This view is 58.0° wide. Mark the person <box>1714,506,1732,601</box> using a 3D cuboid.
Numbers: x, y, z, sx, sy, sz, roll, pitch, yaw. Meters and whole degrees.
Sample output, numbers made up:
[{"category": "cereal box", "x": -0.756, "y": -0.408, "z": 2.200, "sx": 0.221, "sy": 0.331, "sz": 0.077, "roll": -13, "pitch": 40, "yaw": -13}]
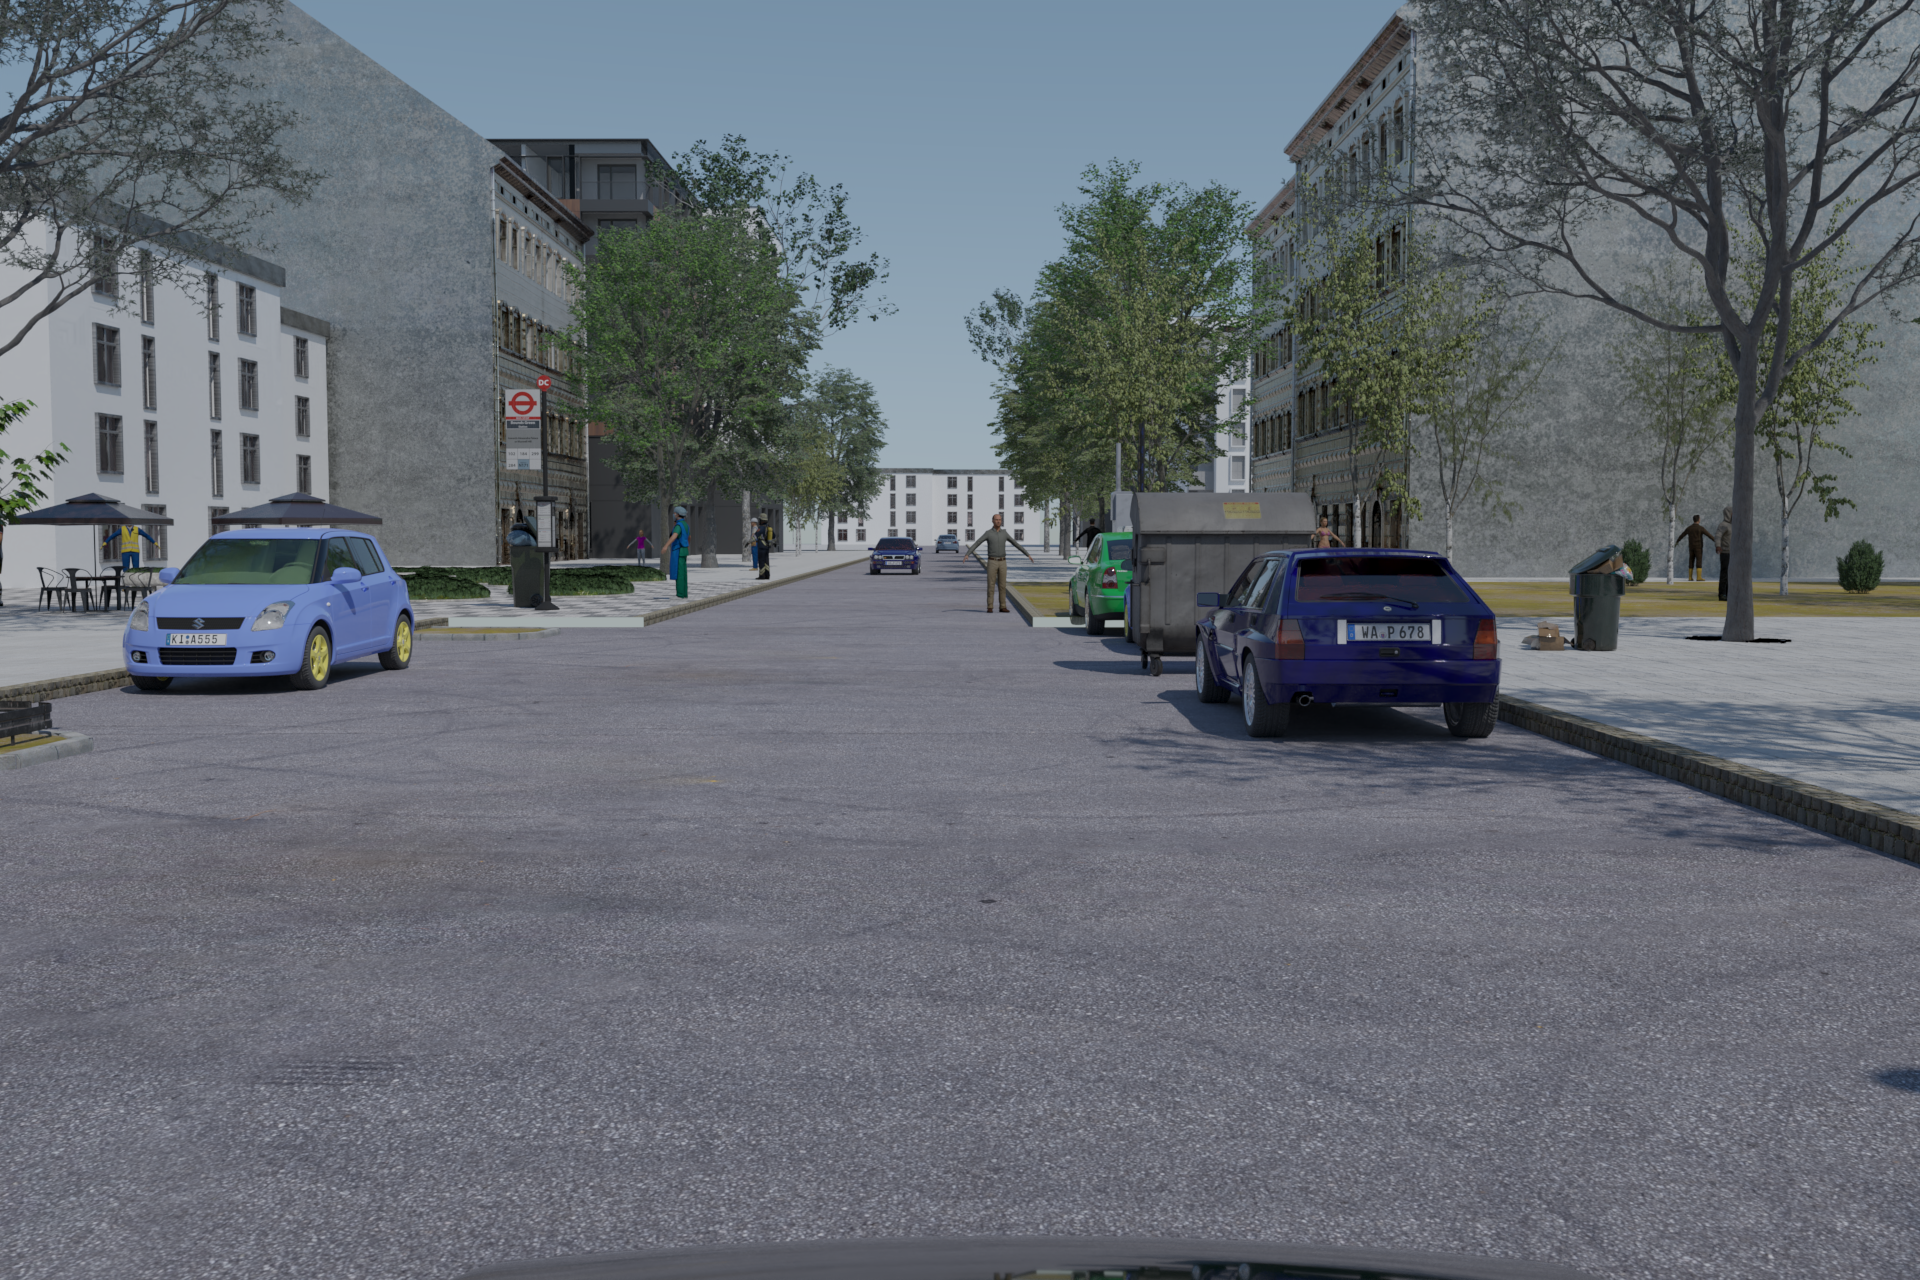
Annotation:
[{"category": "person", "x": 14.729, "y": -1.653, "z": 33.157, "sx": 1.348, "sy": 1.813, "sz": 0.705, "roll": -3, "pitch": 5, "yaw": -42}]

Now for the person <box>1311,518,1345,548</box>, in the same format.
[{"category": "person", "x": 9.989, "y": -2.480, "z": 47.346, "sx": 1.217, "sy": 1.733, "sz": 0.721, "roll": -1, "pitch": 4, "yaw": -22}]

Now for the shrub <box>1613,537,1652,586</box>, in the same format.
[{"category": "shrub", "x": 16.483, "y": -1.921, "z": 42.532, "sx": 1.383, "sy": 1.207, "sz": 1.383, "roll": 0, "pitch": 3, "yaw": 0}]

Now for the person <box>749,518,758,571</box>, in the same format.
[{"category": "person", "x": -7.218, "y": -3.349, "z": 60.616, "sx": 0.705, "sy": 1.847, "sz": 1.347, "roll": 0, "pitch": 4, "yaw": 2}]

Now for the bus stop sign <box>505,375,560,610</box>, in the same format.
[{"category": "bus stop sign", "x": -7.205, "y": -2.476, "z": 29.189, "sx": 0.855, "sy": 3.939, "sz": 0.416, "roll": 0, "pitch": 4, "yaw": -1}]

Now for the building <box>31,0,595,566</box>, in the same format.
[{"category": "building", "x": -27.911, "y": -15.100, "z": 77.810, "sx": 19.493, "sy": 23.208, "sz": 18.063, "roll": 0, "pitch": 4, "yaw": -1}]

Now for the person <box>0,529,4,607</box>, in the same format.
[{"category": "person", "x": -17.130, "y": -1.499, "z": 30.657, "sx": 0.704, "sy": 1.843, "sz": 1.345, "roll": -3, "pitch": 4, "yaw": -38}]

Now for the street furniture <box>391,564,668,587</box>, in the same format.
[{"category": "street furniture", "x": -12.416, "y": -1.746, "z": 44.168, "sx": 10.072, "sy": 0.657, "sz": 5.734, "roll": -1, "pitch": 4, "yaw": -15}]

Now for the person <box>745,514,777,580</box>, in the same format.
[{"category": "person", "x": -5.525, "y": -2.615, "z": 48.534, "sx": 0.705, "sy": 1.856, "sz": 1.354, "roll": 2, "pitch": 4, "yaw": 32}]

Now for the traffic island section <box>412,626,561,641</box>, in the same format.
[{"category": "traffic island section", "x": -6.702, "y": -0.085, "z": 24.262, "sx": 1.991, "sy": 0.108, "sz": 1.994, "roll": 0, "pitch": 4, "yaw": 1}]

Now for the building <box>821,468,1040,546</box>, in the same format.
[{"category": "building", "x": -3.711, "y": -16.894, "z": 220.821, "sx": 28.070, "sy": 9.664, "sz": 9.099, "roll": 0, "pitch": 4, "yaw": -4}]

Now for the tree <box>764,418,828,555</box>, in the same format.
[{"category": "tree", "x": -9.763, "y": -9.542, "z": 106.376, "sx": 4.360, "sy": 8.622, "sz": 3.978, "roll": 0, "pitch": 3, "yaw": 0}]

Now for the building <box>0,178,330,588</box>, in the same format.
[{"category": "building", "x": -25.809, "y": -6.891, "z": 54.807, "sx": 9.099, "sy": 9.664, "sz": 28.070, "roll": 0, "pitch": 4, "yaw": 0}]

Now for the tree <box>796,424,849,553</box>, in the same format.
[{"category": "tree", "x": -9.618, "y": -10.183, "z": 116.851, "sx": 4.737, "sy": 8.622, "sz": 4.395, "roll": 0, "pitch": 3, "yaw": 0}]

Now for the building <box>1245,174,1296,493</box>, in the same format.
[{"category": "building", "x": 23.794, "y": -15.071, "z": 77.345, "sx": 19.493, "sy": 23.208, "sz": 18.063, "roll": 0, "pitch": 3, "yaw": 0}]

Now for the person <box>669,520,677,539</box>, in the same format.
[{"category": "person", "x": -10.830, "y": -3.663, "z": 66.085, "sx": 1.347, "sy": 1.806, "sz": 0.705, "roll": 3, "pitch": 5, "yaw": 41}]

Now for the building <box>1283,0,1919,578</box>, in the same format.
[{"category": "building", "x": 22.389, "y": -13.961, "z": 59.195, "sx": 19.493, "sy": 23.208, "sz": 18.063, "roll": 0, "pitch": 4, "yaw": 0}]

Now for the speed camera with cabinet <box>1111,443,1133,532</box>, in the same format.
[{"category": "speed camera with cabinet", "x": 3.649, "y": -2.613, "z": 37.055, "sx": 0.660, "sy": 3.252, "sz": 2.038, "roll": 0, "pitch": 4, "yaw": -1}]

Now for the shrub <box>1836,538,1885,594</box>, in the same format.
[{"category": "shrub", "x": 19.379, "y": -1.600, "z": 37.272, "sx": 1.383, "sy": 1.207, "sz": 1.383, "roll": 0, "pitch": 3, "yaw": 0}]

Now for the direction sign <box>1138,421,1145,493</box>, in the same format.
[{"category": "direction sign", "x": 3.695, "y": -2.650, "z": 35.330, "sx": 0.379, "sy": 3.537, "sz": 0.876, "roll": 0, "pitch": 4, "yaw": -1}]

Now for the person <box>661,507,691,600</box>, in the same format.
[{"category": "person", "x": -5.499, "y": -1.696, "z": 33.855, "sx": 0.704, "sy": 1.817, "sz": 1.347, "roll": 1, "pitch": 4, "yaw": 11}]

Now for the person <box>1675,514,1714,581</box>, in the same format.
[{"category": "person", "x": 20.041, "y": -2.507, "z": 47.130, "sx": 0.704, "sy": 1.812, "sz": 1.346, "roll": -3, "pitch": 4, "yaw": -38}]

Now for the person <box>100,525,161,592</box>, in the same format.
[{"category": "person", "x": -18.512, "y": -1.969, "z": 38.656, "sx": 1.216, "sy": 1.772, "sz": 0.721, "roll": -2, "pitch": 4, "yaw": -28}]

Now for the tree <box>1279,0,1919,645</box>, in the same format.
[{"category": "tree", "x": 9.415, "y": -6.730, "z": 20.402, "sx": 12.009, "sy": 13.543, "sz": 11.850, "roll": 0, "pitch": 3, "yaw": 0}]

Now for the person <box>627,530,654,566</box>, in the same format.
[{"category": "person", "x": -11.288, "y": -3.177, "z": 61.208, "sx": 0.991, "sy": 1.433, "sz": 0.599, "roll": 1, "pitch": 4, "yaw": 11}]

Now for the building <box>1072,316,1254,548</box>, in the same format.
[{"category": "building", "x": 25.399, "y": -20.479, "z": 178.811, "sx": 27.936, "sy": 21.610, "sz": 32.646, "roll": 0, "pitch": 4, "yaw": 0}]

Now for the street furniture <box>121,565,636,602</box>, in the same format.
[{"category": "street furniture", "x": -12.128, "y": -1.242, "z": 35.927, "sx": 10.072, "sy": 0.657, "sz": 5.734, "roll": 1, "pitch": 4, "yaw": 15}]

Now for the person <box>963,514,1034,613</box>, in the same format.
[{"category": "person", "x": 0.677, "y": -1.395, "z": 31.536, "sx": 1.348, "sy": 1.796, "sz": 0.705, "roll": -1, "pitch": 4, "yaw": -16}]

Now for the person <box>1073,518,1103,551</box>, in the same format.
[{"category": "person", "x": 4.623, "y": -3.339, "z": 60.530, "sx": 1.347, "sy": 1.837, "sz": 0.705, "roll": 0, "pitch": 4, "yaw": 8}]

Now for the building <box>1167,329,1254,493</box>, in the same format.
[{"category": "building", "x": 24.358, "y": -18.520, "z": 159.225, "sx": 16.016, "sy": 20.090, "sz": 11.380, "roll": 0, "pitch": 4, "yaw": 0}]

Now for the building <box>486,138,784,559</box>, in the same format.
[{"category": "building", "x": -26.522, "y": -16.035, "z": 106.149, "sx": 27.936, "sy": 21.610, "sz": 32.646, "roll": 0, "pitch": 4, "yaw": 0}]
